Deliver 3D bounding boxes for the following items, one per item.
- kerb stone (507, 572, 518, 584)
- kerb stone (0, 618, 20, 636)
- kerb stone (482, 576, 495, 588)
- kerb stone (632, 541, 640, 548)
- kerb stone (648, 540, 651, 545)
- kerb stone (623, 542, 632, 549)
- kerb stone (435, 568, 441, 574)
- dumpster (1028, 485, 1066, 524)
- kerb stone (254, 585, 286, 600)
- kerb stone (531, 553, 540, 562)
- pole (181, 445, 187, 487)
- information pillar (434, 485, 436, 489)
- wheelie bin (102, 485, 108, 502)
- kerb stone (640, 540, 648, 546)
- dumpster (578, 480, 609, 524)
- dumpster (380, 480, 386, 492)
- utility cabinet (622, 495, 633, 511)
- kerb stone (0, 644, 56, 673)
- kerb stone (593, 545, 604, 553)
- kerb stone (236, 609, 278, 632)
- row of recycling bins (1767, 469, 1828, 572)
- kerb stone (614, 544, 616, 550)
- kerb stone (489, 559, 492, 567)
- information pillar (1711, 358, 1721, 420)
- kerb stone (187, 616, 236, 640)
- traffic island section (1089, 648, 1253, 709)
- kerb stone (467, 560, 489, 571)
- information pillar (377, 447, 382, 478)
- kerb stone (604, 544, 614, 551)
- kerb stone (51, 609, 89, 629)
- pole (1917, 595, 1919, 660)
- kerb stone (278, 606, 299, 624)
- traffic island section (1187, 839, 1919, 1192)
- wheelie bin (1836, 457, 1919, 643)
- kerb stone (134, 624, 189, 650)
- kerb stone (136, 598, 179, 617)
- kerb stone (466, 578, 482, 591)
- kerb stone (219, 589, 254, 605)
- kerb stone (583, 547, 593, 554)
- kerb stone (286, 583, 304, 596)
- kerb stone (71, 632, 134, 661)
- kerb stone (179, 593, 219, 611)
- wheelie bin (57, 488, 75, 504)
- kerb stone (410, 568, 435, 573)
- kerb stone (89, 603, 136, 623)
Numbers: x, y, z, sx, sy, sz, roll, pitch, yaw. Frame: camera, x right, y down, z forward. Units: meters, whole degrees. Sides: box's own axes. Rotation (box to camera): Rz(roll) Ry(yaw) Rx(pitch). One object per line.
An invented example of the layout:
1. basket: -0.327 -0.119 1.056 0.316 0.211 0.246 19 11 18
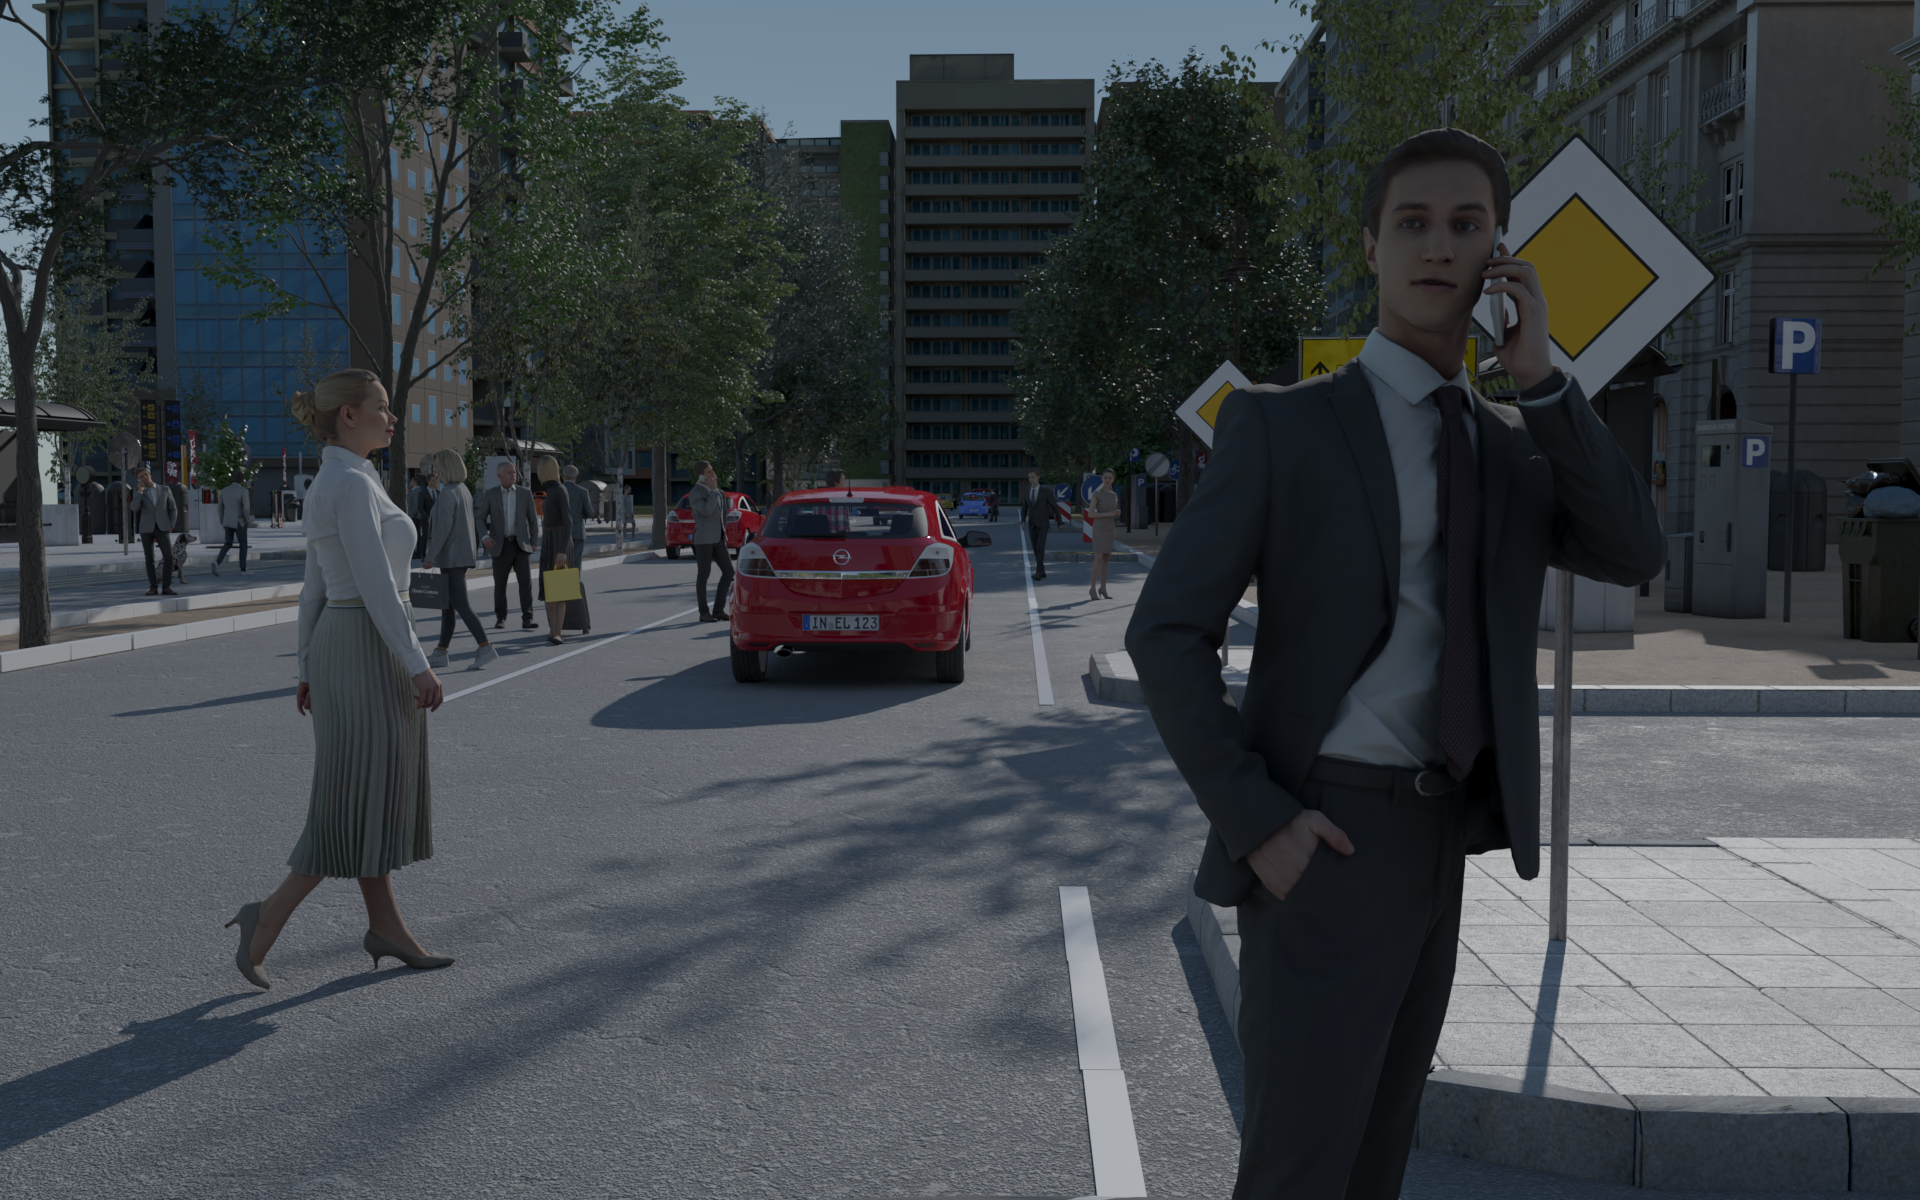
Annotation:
1. kerb stone: -7.265 -0.335 27.672 0.120 0.150 1.000 0 4 2
2. kerb stone: -9.702 0.288 17.489 0.120 0.150 1.000 0 4 2
3. kerb stone: -7.302 -0.268 26.647 0.120 0.150 1.000 0 4 2
4. kerb stone: -8.759 -1.464 46.164 0.120 0.150 1.000 0 4 2
5. kerb stone: -8.698 -1.591 48.209 0.120 0.150 1.000 0 4 2
6. kerb stone: -8.794 -1.402 45.142 0.120 0.150 1.000 0 4 2
7. kerb stone: -9.262 -0.527 30.811 0.120 0.150 1.000 0 4 2
8. dumpster: 4.113 -4.485 81.551 1.865 1.857 1.264 0 4 0
9. kerb stone: -9.495 -0.087 23.629 0.120 0.150 1.000 0 4 2
10. kerb stone: -9.055 -0.903 36.957 0.120 0.150 1.000 0 4 2
11. pole: -32.237 -4.781 72.009 0.158 3.312 0.155 0 3 0
12. information pillar: -25.042 -4.757 82.276 0.304 2.012 0.304 -2 4 -26
13. wheelie bin: -30.946 -3.359 62.833 0.980 1.594 0.693 0 4 7
14. kerb stone: -8.727 -1.528 47.186 0.120 0.150 1.000 0 4 2
15. dumpster: -15.834 -4.198 74.401 1.264 1.857 1.865 0 4 2
16. dumpster: -19.244 -3.201 54.824 1.502 2.255 1.985 0 4 2
17. utility cabinet: -16.636 -4.566 85.818 0.306 1.237 1.020 2 4 29
18. kerb stone: -7.704 0.482 14.347 0.120 0.150 1.000 0 4 2
19. kerb stone: -8.892 -1.216 42.073 0.120 0.150 1.000 0 4 2
20. kerb stone: -7.567 0.230 18.459 0.120 0.150 1.000 0 4 2
21. row of recycling bins: 13.997 -1.414 30.235 1.069 1.692 3.534 0 4 2
22. kerb stone: -8.825 -1.341 44.119 0.120 0.150 1.000 0 4 2
23. kerb stone: -9.169 -0.715 33.887 0.120 0.150 1.000 0 4 2
24. information pillar: 13.122 -2.372 30.139 0.183 3.616 0.504 2 4 31
25. kerb stone: -7.602 0.293 17.437 0.120 0.150 1.000 0 4 2
26. traffic island section: 2.005 0.569 12.985 2.009 0.180 2.903 0 4 2
27. kerb stone: -9.192 -0.652 32.860 0.120 0.150 1.000 0 4 2
28. information pillar: -22.174 -4.572 66.115 0.183 3.616 0.504 0 4 0
29. kerb stone: -8.862 -1.278 43.097 0.120 0.150 1.000 0 4 2
30. kerb stone: -9.668 0.228 18.517 0.120 0.150 1.000 0 4 2
31. pole: 7.532 -1.191 13.324 0.158 3.312 0.155 0 3 0
32. kerb stone: -7.532 0.167 19.481 0.120 0.150 1.000 0 4 2
33. traffic island section: 1.744 1.057 5.005 2.009 0.180 2.903 0 4 2
34. wheelie bin: 8.105 -0.441 15.126 0.693 1.594 0.980 0 4 -2
35. kerb stone: -7.630 0.358 16.404 0.120 0.150 1.000 0 4 2
36. kerb stone: -9.606 0.100 20.562 0.120 0.150 1.000 0 4 2
37. kerb stone: -7.329 -0.210 25.625 0.120 0.150 1.000 0 4 2
38. kerb stone: -9.532 -0.025 22.606 0.120 0.150 1.000 0 4 2
39. kerb stone: -8.931 -1.150 41.049 0.120 0.150 1.000 0 4 2
40. kerb stone: -9.469 -0.151 24.670 0.120 0.150 1.000 0 4 2
41. kerb stone: -7.673 0.419 15.379 0.120 0.150 1.000 0 4 2
42. kerb stone: -9.562 0.037 21.584 0.120 0.150 1.000 0 4 2
43. wheelie bin: -31.264 -3.231 60.734 0.693 1.594 0.980 -2 4 -28
44. kerb stone: -9.299 -0.464 29.790 0.120 0.150 1.000 0 4 2
45. kerb stone: -9.634 0.163 19.538 0.120 0.150 1.000 0 4 2
